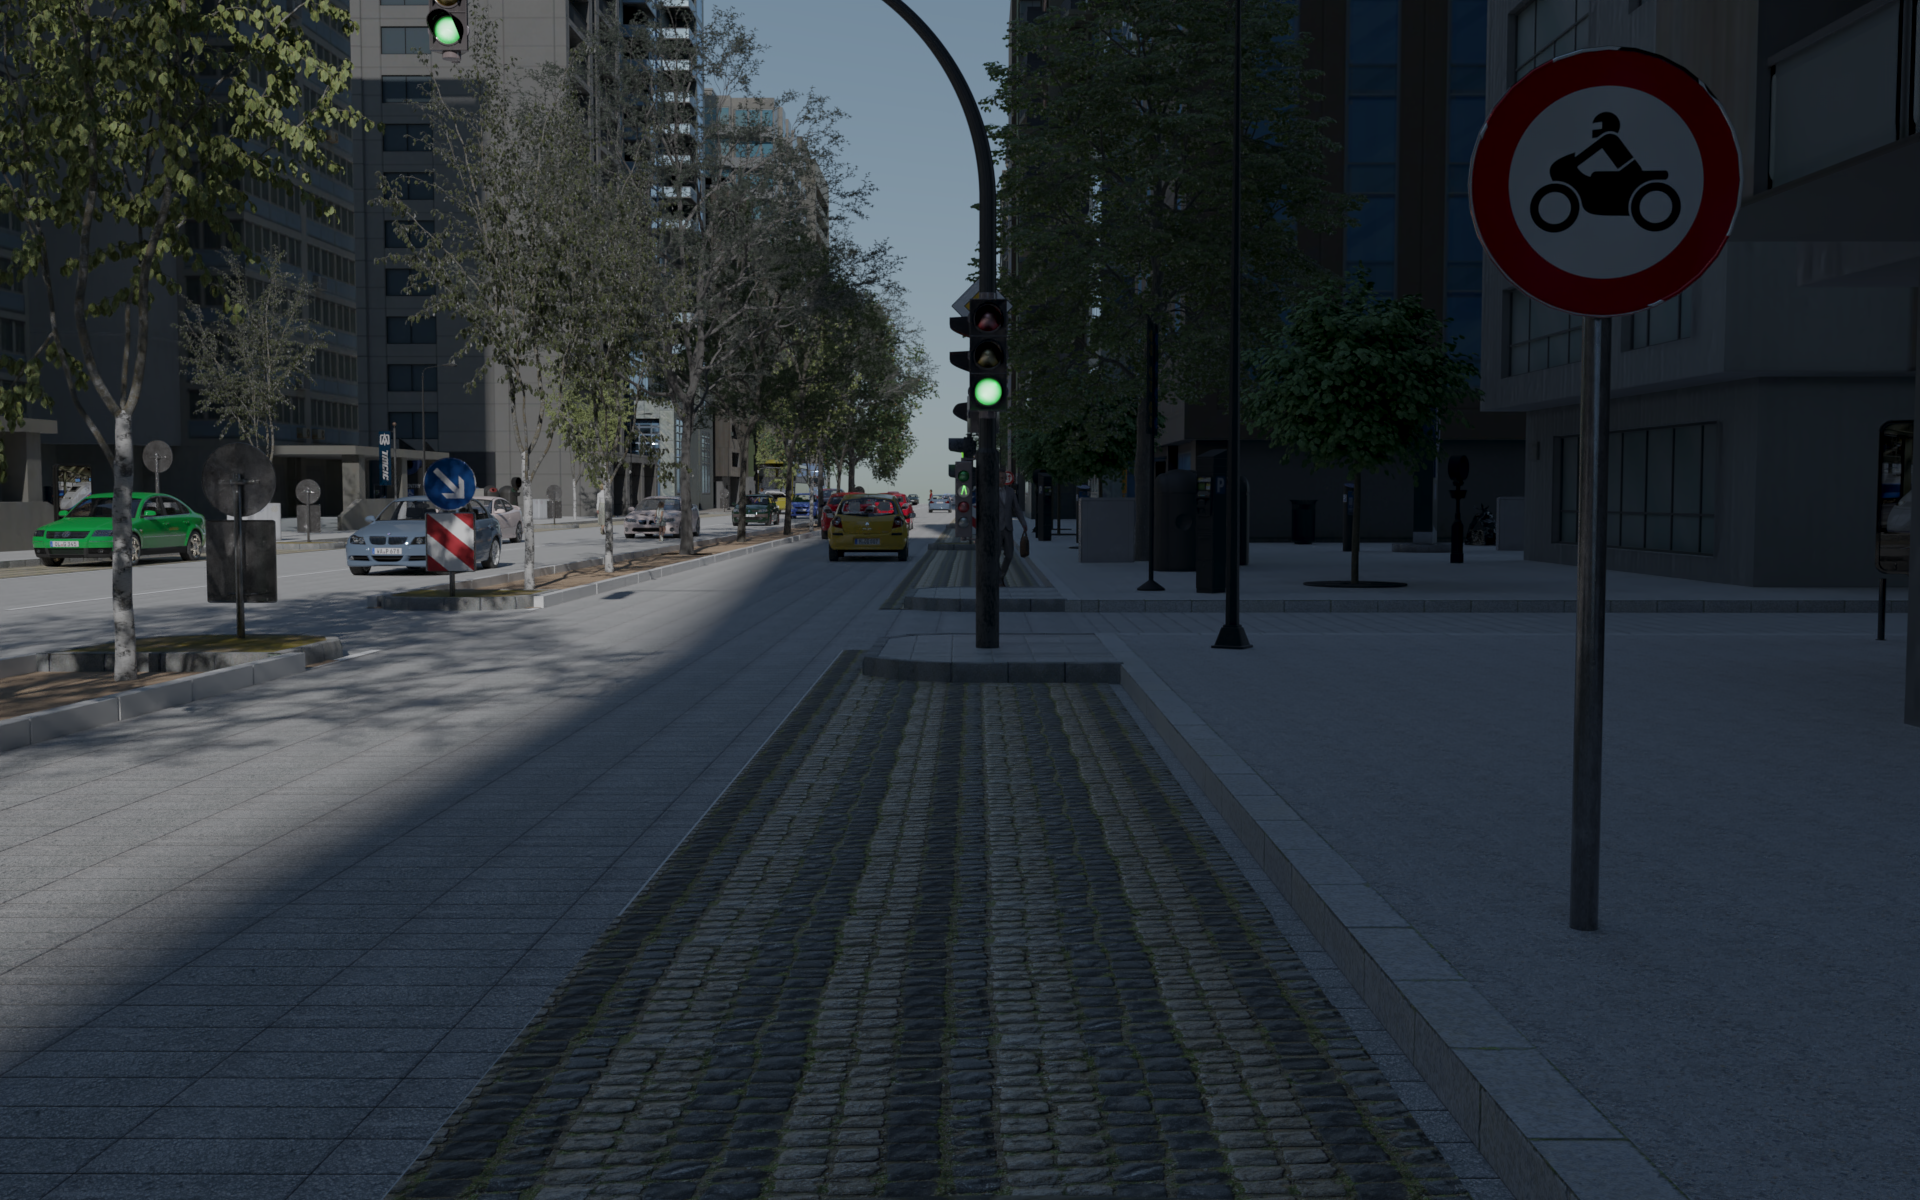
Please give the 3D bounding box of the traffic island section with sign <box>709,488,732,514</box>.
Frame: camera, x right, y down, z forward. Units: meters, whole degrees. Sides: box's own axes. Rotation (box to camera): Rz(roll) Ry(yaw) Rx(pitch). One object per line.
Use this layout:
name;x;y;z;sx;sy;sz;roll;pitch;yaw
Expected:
traffic island section with sign;-16.611;-6.940;122.102;1.989;1.847;2.006;0;4;0

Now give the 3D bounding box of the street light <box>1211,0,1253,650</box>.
street light;1.731;-2.554;14.292;1.470;5.913;1.316;0;4;0

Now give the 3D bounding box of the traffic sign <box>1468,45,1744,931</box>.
traffic sign;1.845;-0.302;5.043;0.768;2.556;0.104;0;4;4

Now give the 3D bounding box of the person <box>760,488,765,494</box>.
person;-12.464;-6.146;108.972;0.705;1.826;1.348;2;4;30

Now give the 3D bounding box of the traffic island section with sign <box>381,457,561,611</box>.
traffic island section with sign;-6.341;-0.861;22.208;2.006;1.907;1.989;0;4;0

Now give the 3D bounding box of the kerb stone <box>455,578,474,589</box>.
kerb stone;-7.358;-0.193;25.356;0.120;0.150;1.000;0;4;0

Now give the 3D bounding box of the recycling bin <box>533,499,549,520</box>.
recycling bin;-21.250;-4.588;87.567;0.722;1.027;0.722;3;4;36

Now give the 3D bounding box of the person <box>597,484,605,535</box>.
person;-12.534;-3.188;60.848;0.478;1.798;0.641;1;4;14

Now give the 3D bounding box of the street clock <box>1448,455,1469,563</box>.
street clock;9.217;-1.682;32.066;0.358;2.002;0.471;3;4;39

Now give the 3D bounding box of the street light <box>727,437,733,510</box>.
street light;-17.909;-10.120;138.005;1.470;5.913;1.316;0;4;0

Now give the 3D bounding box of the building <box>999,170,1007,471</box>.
building;16.429;-38.040;245.661;21.300;48.544;21.600;0;4;0

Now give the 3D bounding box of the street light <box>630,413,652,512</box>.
street light;-18.261;-7.735;99.010;1.470;5.913;1.316;0;4;0

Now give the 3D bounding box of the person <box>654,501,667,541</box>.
person;-9.168;-2.398;52.729;0.505;1.210;0.382;2;4;35

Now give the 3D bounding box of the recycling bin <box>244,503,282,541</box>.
recycling bin;-19.144;-2.148;47.674;0.722;1.027;0.722;-3;4;-36

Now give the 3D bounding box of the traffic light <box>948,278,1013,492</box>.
traffic light;0.271;-2.046;22.378;0.839;4.253;0.868;0;4;0

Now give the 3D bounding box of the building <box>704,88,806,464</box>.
building;-30.609;-36.210;211.639;23.786;49.044;30.456;0;4;0

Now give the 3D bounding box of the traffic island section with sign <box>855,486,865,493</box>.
traffic island section with sign;-5.720;-5.456;97.344;2.006;1.907;1.989;0;4;0

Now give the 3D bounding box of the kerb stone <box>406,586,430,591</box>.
kerb stone;-7.381;-0.065;23.311;0.120;0.150;1.000;0;4;0

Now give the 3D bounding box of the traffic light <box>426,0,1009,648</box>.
traffic light;-1.889;-2.422;14.269;4.771;5.953;1.251;0;4;0

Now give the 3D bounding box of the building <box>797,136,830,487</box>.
building;-29.433;-37.566;237.897;21.300;48.544;21.600;0;4;0

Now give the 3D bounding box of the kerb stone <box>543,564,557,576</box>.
kerb stone;-7.322;-0.506;30.466;0.120;0.150;1.000;0;4;0

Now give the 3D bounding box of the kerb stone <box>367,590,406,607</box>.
kerb stone;-7.390;-0.005;22.280;0.120;0.150;1.000;0;4;0

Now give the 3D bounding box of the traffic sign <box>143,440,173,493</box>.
traffic sign;-18.967;-2.497;40.939;0.768;2.556;0.104;1;4;8

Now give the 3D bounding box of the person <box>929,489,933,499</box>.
person;-2.462;-8.349;144.947;0.705;1.831;1.348;0;4;-5

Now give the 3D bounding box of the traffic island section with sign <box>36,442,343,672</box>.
traffic island section with sign;-6.412;-0.408;14.801;2.006;1.907;1.989;0;4;0

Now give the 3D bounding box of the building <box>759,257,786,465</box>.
building;-26.692;-25.537;189.232;14.160;30.474;14.107;0;4;0

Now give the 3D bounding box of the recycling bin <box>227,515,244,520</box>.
recycling bin;-22.647;-2.576;54.679;0.722;1.027;0.722;0;3;0

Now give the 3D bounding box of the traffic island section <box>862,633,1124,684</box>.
traffic island section;0.244;0.476;14.506;2.009;0.180;2.903;0;4;0

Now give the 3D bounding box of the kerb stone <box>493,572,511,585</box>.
kerb stone;-7.342;-0.318;27.400;0.120;0.150;1.000;0;4;0

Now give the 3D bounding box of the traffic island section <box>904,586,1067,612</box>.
traffic island section;0.311;-0.013;22.491;2.009;0.180;2.903;0;4;0

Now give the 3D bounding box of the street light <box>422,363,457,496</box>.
street light;-18.542;-5.450;61.656;1.470;5.913;1.316;0;4;0

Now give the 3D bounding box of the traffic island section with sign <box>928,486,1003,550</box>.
traffic island section with sign;0.170;-2.208;44.735;1.989;1.847;2.006;0;4;0

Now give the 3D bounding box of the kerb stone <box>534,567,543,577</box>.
kerb stone;-7.324;-0.443;29.444;0.120;0.150;1.000;0;4;0

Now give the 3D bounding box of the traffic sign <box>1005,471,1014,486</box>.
traffic sign;2.602;-5.818;95.229;0.768;2.556;0.104;1;4;8

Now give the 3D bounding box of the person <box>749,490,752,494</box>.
person;-16.460;-7.755;135.971;1.217;1.739;0.721;-1;4;-13

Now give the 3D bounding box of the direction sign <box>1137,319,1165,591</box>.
direction sign;2.544;-1.894;22.961;0.379;3.537;0.876;1;4;14

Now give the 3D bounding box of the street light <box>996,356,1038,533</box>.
street light;2.020;-5.200;57.557;1.470;5.913;1.316;0;4;0

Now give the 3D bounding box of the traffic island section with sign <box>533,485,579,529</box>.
traffic island section with sign;-17.008;-3.894;72.296;1.989;1.847;2.006;0;4;0

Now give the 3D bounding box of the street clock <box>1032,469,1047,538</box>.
street clock;2.325;-2.801;50.370;0.358;2.002;0.471;3;5;40

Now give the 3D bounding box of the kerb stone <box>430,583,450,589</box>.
kerb stone;-7.370;-0.130;24.334;0.120;0.150;1.000;0;4;0

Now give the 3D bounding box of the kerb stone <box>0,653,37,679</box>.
kerb stone;-7.457;0.530;13.523;0.120;0.150;1.000;0;4;0

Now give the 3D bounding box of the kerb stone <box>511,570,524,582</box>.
kerb stone;-7.330;-0.378;28.422;0.120;0.150;1.000;0;4;0

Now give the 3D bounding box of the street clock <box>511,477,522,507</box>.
street clock;-18.792;-4.212;73.428;0.358;2.002;0.471;1;4;21

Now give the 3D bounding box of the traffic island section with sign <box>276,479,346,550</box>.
traffic island section with sign;-17.242;-2.246;45.342;1.989;1.847;2.006;0;4;0

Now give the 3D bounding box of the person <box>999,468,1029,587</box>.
person;0.634;-1.043;25.682;0.709;1.813;0.853;-2;4;-26

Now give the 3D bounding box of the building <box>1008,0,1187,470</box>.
building;11.215;-30.601;150.443;14.600;45.320;14.200;0;4;0

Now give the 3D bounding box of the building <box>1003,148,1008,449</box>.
building;16.335;-33.737;206.228;22.147;44.769;28.867;0;4;0

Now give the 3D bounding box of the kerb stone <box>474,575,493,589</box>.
kerb stone;-7.347;-0.256;26.378;0.120;0.150;1.000;0;4;0
